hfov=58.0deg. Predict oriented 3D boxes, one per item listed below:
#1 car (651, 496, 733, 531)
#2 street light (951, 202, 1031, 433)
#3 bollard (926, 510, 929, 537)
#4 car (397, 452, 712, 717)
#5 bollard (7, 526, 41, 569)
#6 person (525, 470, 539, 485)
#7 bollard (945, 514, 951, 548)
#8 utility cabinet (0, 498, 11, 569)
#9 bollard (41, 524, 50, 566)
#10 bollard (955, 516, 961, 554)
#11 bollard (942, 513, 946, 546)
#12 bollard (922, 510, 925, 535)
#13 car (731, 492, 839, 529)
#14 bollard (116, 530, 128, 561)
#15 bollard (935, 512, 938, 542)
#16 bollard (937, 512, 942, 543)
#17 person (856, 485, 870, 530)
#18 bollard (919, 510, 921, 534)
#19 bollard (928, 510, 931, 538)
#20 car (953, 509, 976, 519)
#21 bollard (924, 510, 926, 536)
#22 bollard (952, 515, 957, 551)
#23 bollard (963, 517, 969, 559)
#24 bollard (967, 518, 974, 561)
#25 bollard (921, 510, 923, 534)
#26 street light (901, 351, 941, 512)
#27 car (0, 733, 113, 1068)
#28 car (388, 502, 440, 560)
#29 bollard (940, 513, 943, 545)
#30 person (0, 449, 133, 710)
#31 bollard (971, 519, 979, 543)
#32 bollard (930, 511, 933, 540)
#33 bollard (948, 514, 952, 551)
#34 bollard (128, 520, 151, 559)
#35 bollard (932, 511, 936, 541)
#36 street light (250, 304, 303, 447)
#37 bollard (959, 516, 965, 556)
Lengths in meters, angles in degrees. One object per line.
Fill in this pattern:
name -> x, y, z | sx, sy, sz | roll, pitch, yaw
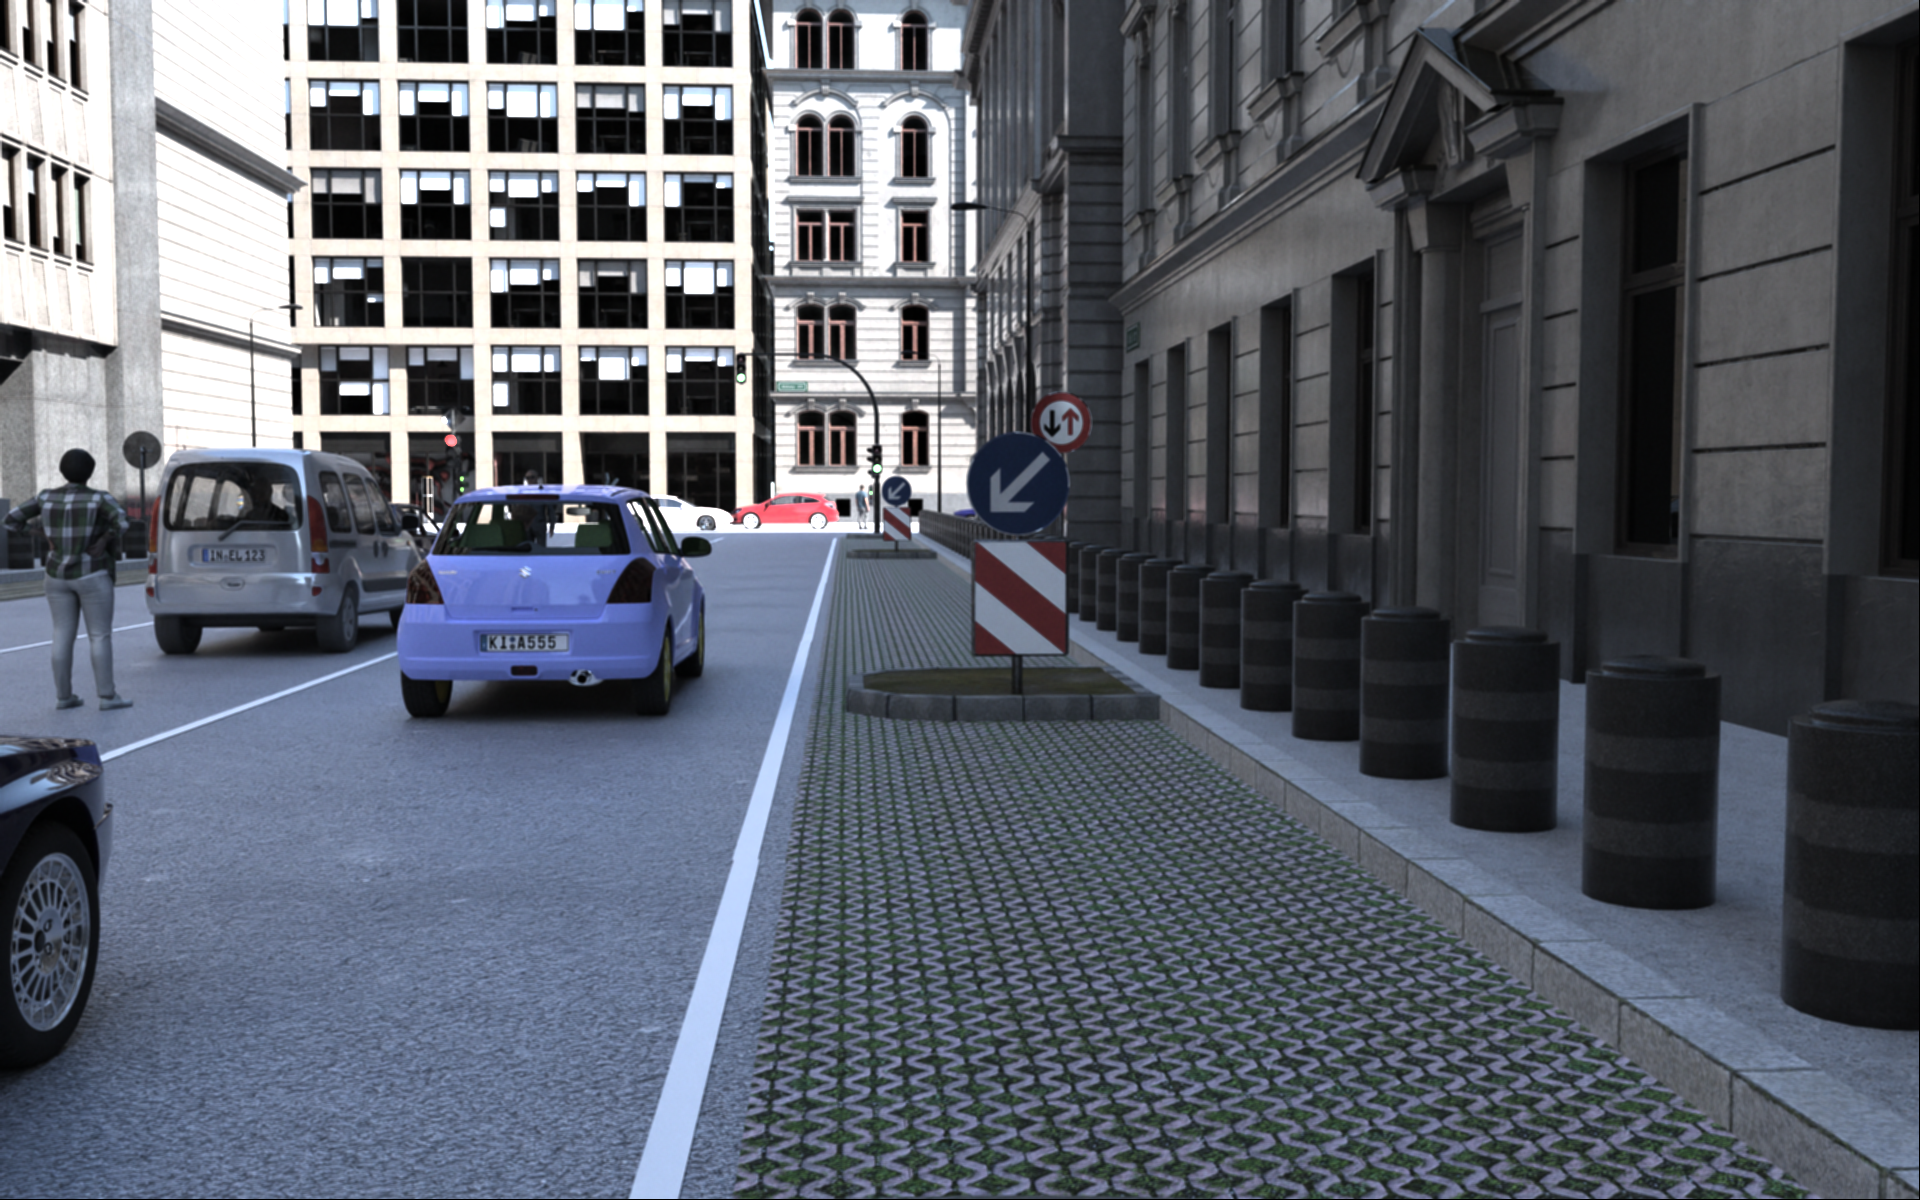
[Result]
car -> -11.334, -3.397, 67.899 | 4.827, 1.381, 2.083 | 0, 4, -3
street light -> 0.554, -3.377, 27.748 | 1.470, 5.913, 1.316 | 0, 4, -4
bollard -> -0.703, -2.162, 50.063 | 0.404, 0.777, 0.398 | 0, 3, 0
car -> -2.799, -0.176, 12.477 | 1.945, 1.707, 3.694 | 0, 4, -4
bollard -> -16.090, -0.914, 29.668 | 0.404, 0.777, 0.398 | 0, 3, 0
person -> -6.634, -1.116, 26.918 | 0.661, 1.801, 0.590 | 0, 4, 1
bollard -> -0.075, -1.573, 40.443 | 0.404, 0.777, 0.398 | 0, 3, 0
utility cabinet -> -16.870, -1.145, 29.884 | 1.020, 1.237, 0.306 | 1, 4, 18
bollard -> -16.172, -0.988, 30.867 | 0.404, 0.777, 0.398 | 0, 3, 0
bollard -> 0.159, -1.352, 36.828 | 0.404, 0.777, 0.398 | 0, 3, 0
bollard -> -0.152, -1.647, 41.642 | 0.404, 0.777, 0.398 | 0, 3, 0
bollard -> -0.862, -2.310, 52.480 | 0.404, 0.777, 0.398 | 0, 3, 0
car -> -7.248, -3.813, 71.390 | 4.494, 1.783, 2.155 | 0, 4, -2
bollard -> -16.325, -1.135, 33.277 | 0.404, 0.777, 0.398 | 0, 3, 0
bollard -> -0.387, -1.867, 45.240 | 0.404, 0.777, 0.398 | 0, 3, 0
bollard -> -0.309, -1.793, 44.040 | 0.404, 0.777, 0.398 | 0, 3, 0
person -> -3.891, -3.728, 69.586 | 0.434, 1.807, 0.598 | -3, 5, -44
bollard -> -1.020, -2.458, 54.900 | 0.404, 0.777, 0.398 | 0, 3, 0
bollard -> -0.622, -2.088, 48.852 | 0.404, 0.777, 0.398 | 0, 3, 0
car -> 1.588, -3.302, 66.561 | 3.894, 1.354, 1.945 | 0, 4, -2
bollard -> -0.779, -2.236, 51.281 | 0.404, 0.777, 0.398 | 0, 3, 0
bollard -> 0.079, -1.426, 38.038 | 0.404, 0.777, 0.398 | 0, 3, 0
bollard -> 0.317, -1.206, 34.429 | 0.404, 0.777, 0.398 | 0, 3, 0
bollard -> 0.392, -1.132, 33.218 | 0.404, 0.777, 0.398 | 0, 3, 0
bollard -> -0.938, -2.384, 53.688 | 0.404, 0.777, 0.398 | 0, 3, 0
street light -> -1.208, -5.118, 56.221 | 1.470, 5.913, 1.316 | 0, 4, -4
car -> -3.050, 0.578, 3.125 | 1.945, 1.354, 3.894 | 0, 4, -4
car -> -7.700, -0.628, 22.852 | 1.945, 1.354, 3.894 | 0, 4, -4
bollard -> -0.232, -1.720, 42.841 | 0.404, 0.777, 0.398 | 0, 3, 0
person -> -5.886, -0.143, 11.558 | 0.841, 1.734, 0.376 | 0, 4, 5
bollard -> 0.468, -1.058, 32.019 | 0.404, 0.777, 0.398 | 0, 3, 0
bollard -> -0.546, -2.014, 47.653 | 0.404, 0.777, 0.398 | 0, 3, 0
bollard -> 0.000, -1.500, 39.239 | 0.404, 0.777, 0.398 | 0, 3, 0
bollard -> -16.400, -1.209, 34.476 | 0.404, 0.777, 0.398 | 0, 3, 0
bollard -> -0.469, -1.941, 46.450 | 0.404, 0.777, 0.398 | 0, 3, 0
street light -> -16.781, -4.279, 42.502 | 1.470, 5.913, 1.316 | 0, 4, -4
bollard -> 0.238, -1.279, 35.628 | 0.404, 0.777, 0.398 | 0, 3, 0
